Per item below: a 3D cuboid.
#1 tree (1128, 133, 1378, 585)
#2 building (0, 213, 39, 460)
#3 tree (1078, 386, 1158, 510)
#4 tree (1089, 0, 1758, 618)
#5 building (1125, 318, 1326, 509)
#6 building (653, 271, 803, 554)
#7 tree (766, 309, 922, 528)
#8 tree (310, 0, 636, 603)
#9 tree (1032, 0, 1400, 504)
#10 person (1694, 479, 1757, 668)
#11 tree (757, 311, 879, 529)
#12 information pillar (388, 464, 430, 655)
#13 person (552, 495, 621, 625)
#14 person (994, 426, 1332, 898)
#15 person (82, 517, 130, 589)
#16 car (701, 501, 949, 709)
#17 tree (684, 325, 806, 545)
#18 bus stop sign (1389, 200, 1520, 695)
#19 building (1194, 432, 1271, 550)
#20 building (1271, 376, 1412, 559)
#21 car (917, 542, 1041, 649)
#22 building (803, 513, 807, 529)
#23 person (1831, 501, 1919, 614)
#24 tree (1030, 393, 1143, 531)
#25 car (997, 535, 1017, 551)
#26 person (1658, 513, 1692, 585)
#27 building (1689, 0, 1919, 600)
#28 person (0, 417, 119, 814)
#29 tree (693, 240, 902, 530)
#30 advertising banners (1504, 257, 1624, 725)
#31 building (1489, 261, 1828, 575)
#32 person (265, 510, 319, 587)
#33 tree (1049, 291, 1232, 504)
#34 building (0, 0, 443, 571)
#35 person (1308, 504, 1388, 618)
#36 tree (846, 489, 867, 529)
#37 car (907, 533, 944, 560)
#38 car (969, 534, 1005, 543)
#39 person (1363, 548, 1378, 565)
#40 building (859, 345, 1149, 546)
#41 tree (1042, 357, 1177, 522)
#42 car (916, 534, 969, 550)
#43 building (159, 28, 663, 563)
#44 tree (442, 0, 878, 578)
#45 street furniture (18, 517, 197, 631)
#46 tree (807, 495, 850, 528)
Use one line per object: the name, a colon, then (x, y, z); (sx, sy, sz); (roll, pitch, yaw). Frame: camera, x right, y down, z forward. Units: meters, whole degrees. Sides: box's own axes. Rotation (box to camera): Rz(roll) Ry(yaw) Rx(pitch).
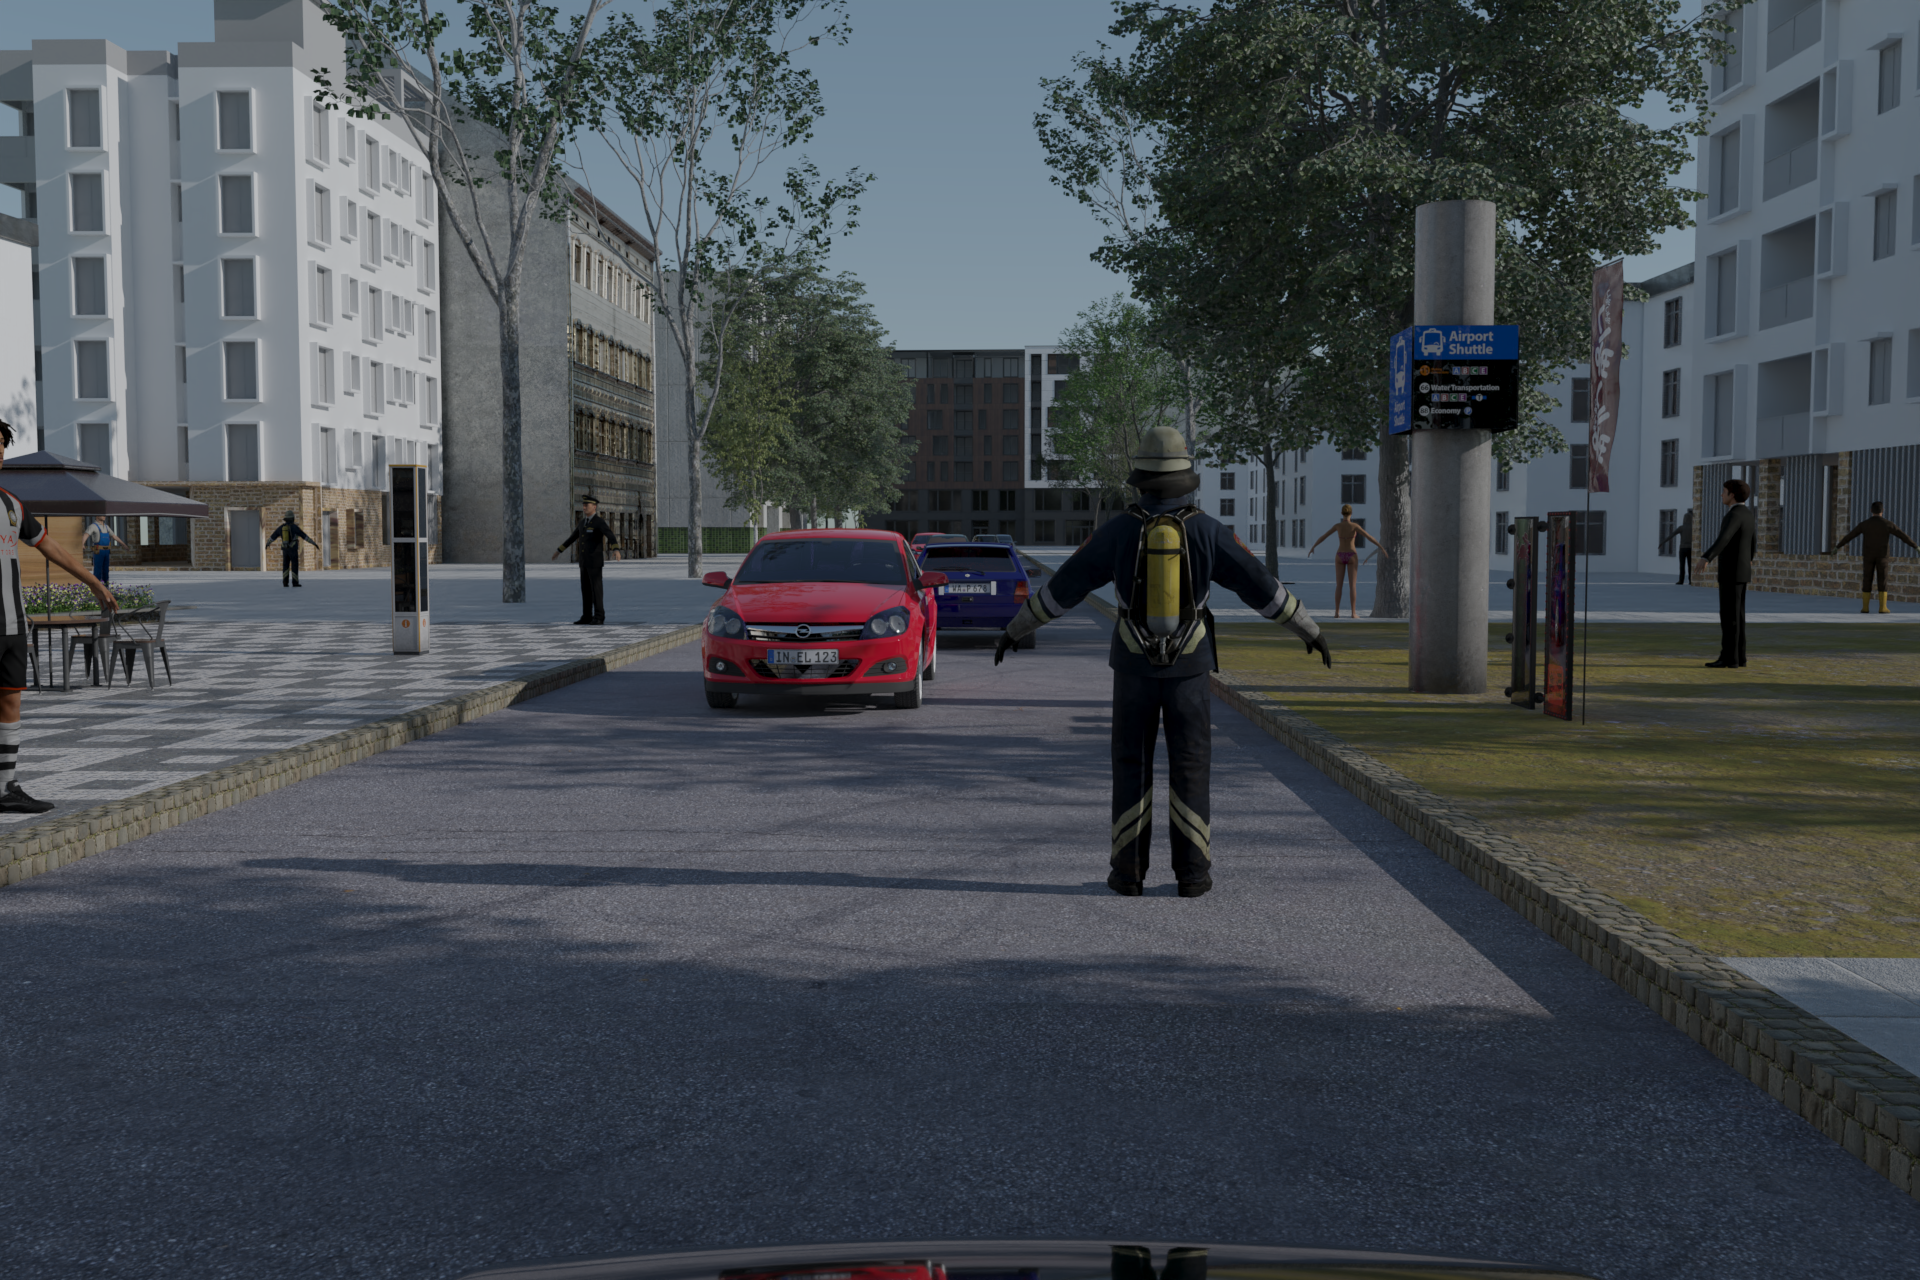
tree: (7.868, -7.243, 44.172); (9.928, 11.665, 9.643); (0, 3, 0)
building: (-26.110, -5.569, 33.196); (9.099, 9.664, 28.070); (0, 4, 1)
tree: (8.414, -8.243, 85.128); (4.360, 8.622, 3.978); (0, 3, 0)
tree: (6.636, -7.309, 26.157); (9.857, 13.997, 8.962); (0, 3, 0)
building: (26.533, -20.909, 172.798); (19.493, 23.208, 18.063); (0, 4, 1)
building: (-22.204, -16.273, 132.522); (16.747, 18.905, 31.486); (0, 4, 1)
tree: (-6.984, -11.677, 97.572); (9.857, 13.997, 8.962); (0, 3, 0)
tree: (-9.791, -10.788, 32.272); (12.611, 20.169, 13.585); (0, 3, 0)
tree: (9.260, -12.457, 59.563); (12.611, 20.169, 13.585); (0, 3, 0)
person: (7.414, -0.641, 16.666); (0.705, 1.806, 1.347); (3, 5, 42)
tree: (-7.803, -10.347, 87.305); (7.486, 12.596, 7.792); (0, 3, 0)
information pillar: (-5.847, -0.851, 18.402); (0.304, 2.012, 0.304); (0, 4, 3)
person: (-5.237, -1.134, 24.482); (1.347, 1.837, 0.705); (2, 4, 35)
person: (0.805, 0.081, 6.914); (1.354, 1.856, 0.705); (0, 4, 6)
person: (-18.183, -1.887, 36.708); (0.705, 1.847, 1.347); (1, 4, 16)
car: (-1.161, -0.400, 15.575); (2.155, 1.783, 4.494); (0, 4, 2)
tree: (-7.367, -6.728, 60.360); (4.737, 8.622, 4.395); (0, 3, 0)
bus stop sign: (3.980, -1.530, 14.033); (0.837, 3.901, 0.837); (0, 4, 2)
building: (25.055, -12.526, 146.945); (9.099, 9.664, 28.070); (0, 4, 1)
building: (22.274, -8.893, 87.549); (9.099, 9.664, 28.070); (0, 4, 1)
car: (0.121, -0.636, 22.986); (1.945, 1.354, 3.894); (0, 4, 1)
building: (-25.010, -18.348, 166.452); (16.747, 18.905, 31.486); (0, 4, 2)
person: (14.787, -1.334, 27.956); (1.346, 1.812, 0.704); (2, 4, 35)
tree: (8.446, -10.716, 109.611); (8.767, 10.594, 7.601); (1, 4, 10)
car: (2.285, -5.348, 99.444); (2.014, 1.417, 4.499); (0, 4, 0)
person: (18.363, -2.303, 43.788); (1.348, 1.813, 0.705); (0, 4, 4)
building: (22.805, -11.214, 39.773); (16.016, 20.090, 11.380); (0, 4, 1)
person: (-4.368, -0.101, 7.793); (0.704, 1.843, 1.345); (1, 4, 16)
tree: (-7.147, -10.250, 74.237); (9.857, 13.997, 8.962); (0, 3, 0)
advertising banners: (4.183, -0.971, 12.058); (0.090, 3.025, 2.074); (0, 4, 0)
building: (23.458, -7.085, 57.985); (9.099, 9.664, 28.070); (0, 4, 1)
person: (-16.193, -2.210, 41.905); (1.354, 1.856, 0.705); (0, 4, 5)
tree: (7.604, -9.015, 73.147); (9.928, 11.665, 9.643); (0, 3, 0)
building: (-27.383, -12.531, 61.296); (16.016, 20.090, 11.380); (0, 4, 0)
person: (5.914, -1.202, 26.450); (1.217, 1.733, 0.721); (1, 4, 22)
tree: (-6.761, -9.749, 109.751); (4.737, 8.622, 4.395); (0, 3, 0)
car: (-1.207, -3.794, 71.077); (2.155, 1.783, 4.494); (0, 4, 2)
car: (1.396, -5.082, 92.876); (2.009, 1.686, 4.222); (0, 4, 1)
person: (7.101, -1.168, 28.356); (0.991, 1.433, 0.599); (1, 4, 9)
building: (5.686, -21.661, 200.581); (32.646, 21.610, 27.936); (0, 4, 4)
tree: (8.616, -10.607, 99.178); (9.928, 11.665, 9.643); (0, 3, 0)
car: (-0.387, -2.818, 55.853); (2.009, 1.686, 4.222); (0, 4, 1)
building: (-25.909, -15.493, 84.247); (19.493, 23.208, 18.063); (0, 4, 2)
tree: (-8.571, -11.801, 48.831); (12.611, 20.169, 13.585); (0, 3, 0)
street furniture: (-15.280, -0.928, 22.025); (11.010, 1.723, 9.812); (1, 4, 16)
tree: (-15.203, -17.392, 202.488); (7.486, 12.596, 7.792); (0, 3, 0)
